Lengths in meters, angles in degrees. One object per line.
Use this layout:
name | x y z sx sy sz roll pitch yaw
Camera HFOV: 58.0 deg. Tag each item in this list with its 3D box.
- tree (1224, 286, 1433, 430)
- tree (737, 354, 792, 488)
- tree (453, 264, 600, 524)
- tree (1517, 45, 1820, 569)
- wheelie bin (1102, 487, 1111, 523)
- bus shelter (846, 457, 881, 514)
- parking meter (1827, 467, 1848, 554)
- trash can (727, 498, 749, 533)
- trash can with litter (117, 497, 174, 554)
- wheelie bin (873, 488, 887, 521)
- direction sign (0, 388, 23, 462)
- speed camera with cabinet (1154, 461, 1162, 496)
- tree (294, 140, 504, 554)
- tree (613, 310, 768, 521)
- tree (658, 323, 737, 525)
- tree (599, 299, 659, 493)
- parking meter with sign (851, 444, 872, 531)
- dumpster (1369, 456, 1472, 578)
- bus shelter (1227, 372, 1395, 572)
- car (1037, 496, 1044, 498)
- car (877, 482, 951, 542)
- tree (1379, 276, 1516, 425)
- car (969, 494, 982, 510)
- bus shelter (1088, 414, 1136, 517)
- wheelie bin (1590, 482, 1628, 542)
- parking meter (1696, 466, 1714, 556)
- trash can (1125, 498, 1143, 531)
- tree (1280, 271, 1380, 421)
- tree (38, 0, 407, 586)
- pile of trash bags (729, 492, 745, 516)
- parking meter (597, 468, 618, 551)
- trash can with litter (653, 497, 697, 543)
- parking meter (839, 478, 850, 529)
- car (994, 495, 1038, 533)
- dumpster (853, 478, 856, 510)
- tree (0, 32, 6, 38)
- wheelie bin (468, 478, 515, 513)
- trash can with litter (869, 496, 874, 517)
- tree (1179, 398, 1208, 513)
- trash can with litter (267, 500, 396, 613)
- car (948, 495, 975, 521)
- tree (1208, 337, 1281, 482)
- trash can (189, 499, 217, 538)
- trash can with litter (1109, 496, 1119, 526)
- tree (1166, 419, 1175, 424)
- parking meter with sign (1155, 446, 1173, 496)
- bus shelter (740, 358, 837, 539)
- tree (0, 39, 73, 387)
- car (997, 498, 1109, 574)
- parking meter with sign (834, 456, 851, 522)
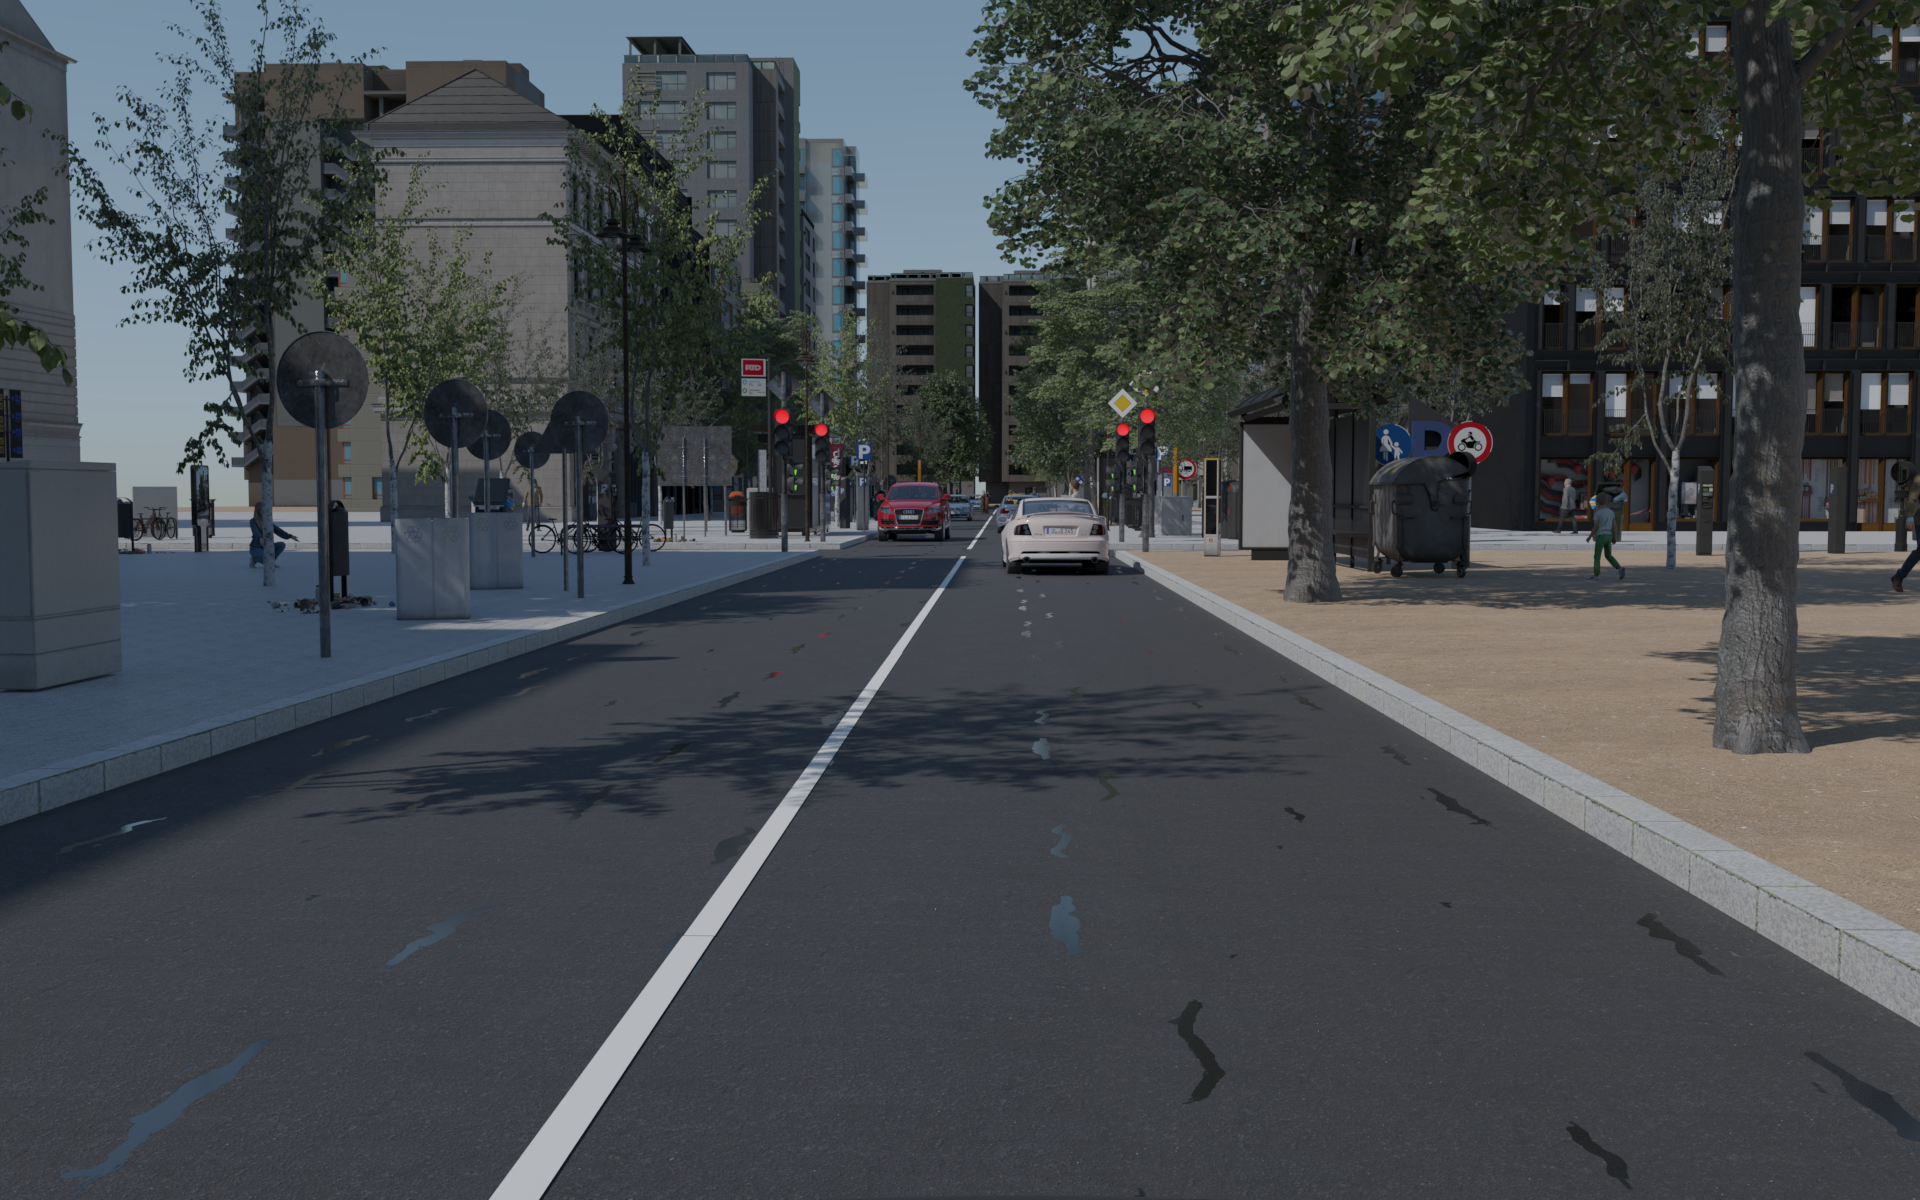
tree | 15.150 -8.381 71.437 8.767 10.594 7.601 0 4 6
tree | -10.737 -8.538 89.954 4.360 8.622 3.978 0 3 0
tree | -14.691 -6.481 56.332 4.360 8.622 3.978 0 3 0
tree | 12.281 -4.842 29.534 4.360 8.622 3.978 0 3 0
wheelie bin | 6.750 -4.268 77.694 0.693 1.594 0.980 1 4 17
bus shelter | -6.053 -7.196 108.940 1.731 3.624 6.357 0 4 2
parking meter | 18.873 -1.929 37.253 0.255 1.863 0.399 1 4 8
trash can | -7.382 -2.808 57.572 0.748 1.137 0.748 0 3 0
trash can with litter | -18.313 -1.611 37.403 2.233 1.210 1.678 1 4 18
wheelie bin | -3.822 -4.597 83.076 0.693 1.594 0.980 0 4 -7
direction sign | -20.527 -2.775 37.369 0.379 3.537 0.876 1 4 9
speed camera with cabinet | 9.504 -5.219 79.666 0.660 3.252 2.038 -1 4 -11
tree | -11.910 -5.298 36.979 4.737 8.622 4.395 0 3 0
tree | -12.347 -9.044 82.281 7.601 10.594 8.767 1 4 15
tree | -12.172 -7.376 70.957 4.360 8.622 3.978 0 3 0
tree | -13.722 -6.977 64.439 4.360 8.622 3.978 0 3 0
parking meter with sign | -3.426 -3.968 61.135 0.543 3.016 1.738 0 4 -6
dumpster | 7.217 -1.309 27.153 1.264 1.857 1.865 0 4 2
bus shelter | 6.111 -2.261 30.888 2.014 3.302 5.546 0 4 1
car | 3.229 -4.005 78.070 1.945 1.354 3.894 0 4 2
car | -1.388 -2.774 54.027 2.281 1.827 5.304 0 4 3
tree | 14.658 -6.172 51.269 4.360 8.622 3.978 0 3 0
car | 1.435 -7.966 142.252 2.014 1.417 4.499 0 4 3
bus shelter | 7.359 -6.490 83.745 2.179 5.291 8.768 0 4 1
wheelie bin | 17.437 -2.358 46.469 0.980 1.594 0.693 0 4 -2
parking meter | 15.493 -1.854 36.016 0.255 1.863 0.399 1 4 11
trash can | 6.543 -3.270 65.113 0.748 1.137 0.748 0 3 0
tree | 12.961 -6.469 56.134 4.360 8.622 3.978 0 3 0
tree | -9.889 -4.499 23.927 4.360 8.622 3.978 0 3 0
pile of trash bags | -6.938 -3.368 64.813 3.447 1.369 1.912 -1 4 -12
parking meter | -7.932 -2.034 38.972 0.399 1.863 0.255 1 4 17
trash can with litter | -7.643 -2.186 46.800 1.678 1.210 2.233 1 4 10
parking meter | -4.286 -3.585 64.319 0.399 1.863 0.255 3 5 44
car | 2.258 -3.205 64.409 2.014 1.417 4.499 0 4 2
dumpster | -6.440 -6.120 102.552 1.502 2.255 1.985 0 4 2
tree | -13.761 -6.053 15.976 9.611 12.733 9.660 0 3 0
wheelie bin | -9.199 -1.604 34.137 0.980 1.594 0.693 0 4 4
trash can with litter | -4.505 -5.086 94.539 1.055 1.170 0.624 -1 4 -23
tree | 13.322 -8.309 86.208 4.360 8.622 3.978 0 3 0
trash can with litter | -7.282 -0.523 19.604 1.678 1.210 2.233 0 4 -3
car | -0.212 -4.986 93.518 2.014 1.417 4.499 0 4 2
tree | 12.172 -6.925 63.587 4.360 8.622 3.978 0 3 0
trash can | -22.035 -2.372 50.436 0.748 1.137 0.748 0 3 0
trash can with litter | 5.936 -3.589 69.740 1.678 1.210 2.233 2 4 27
tree | 15.884 -10.060 114.842 4.360 8.622 3.978 0 3 0
parking meter with sign | 7.647 -4.066 62.748 0.543 3.016 1.738 2 4 28
bus shelter | -5.306 -4.656 53.753 2.179 5.291 8.768 0 4 1
tree | -15.976 -4.632 26.089 4.737 8.622 4.395 0 3 0
car | 1.746 -1.232 32.499 2.083 1.381 4.827 0 4 0
parking meter with sign | -5.168 -5.020 78.333 0.543 3.016 1.738 -2 4 -33
